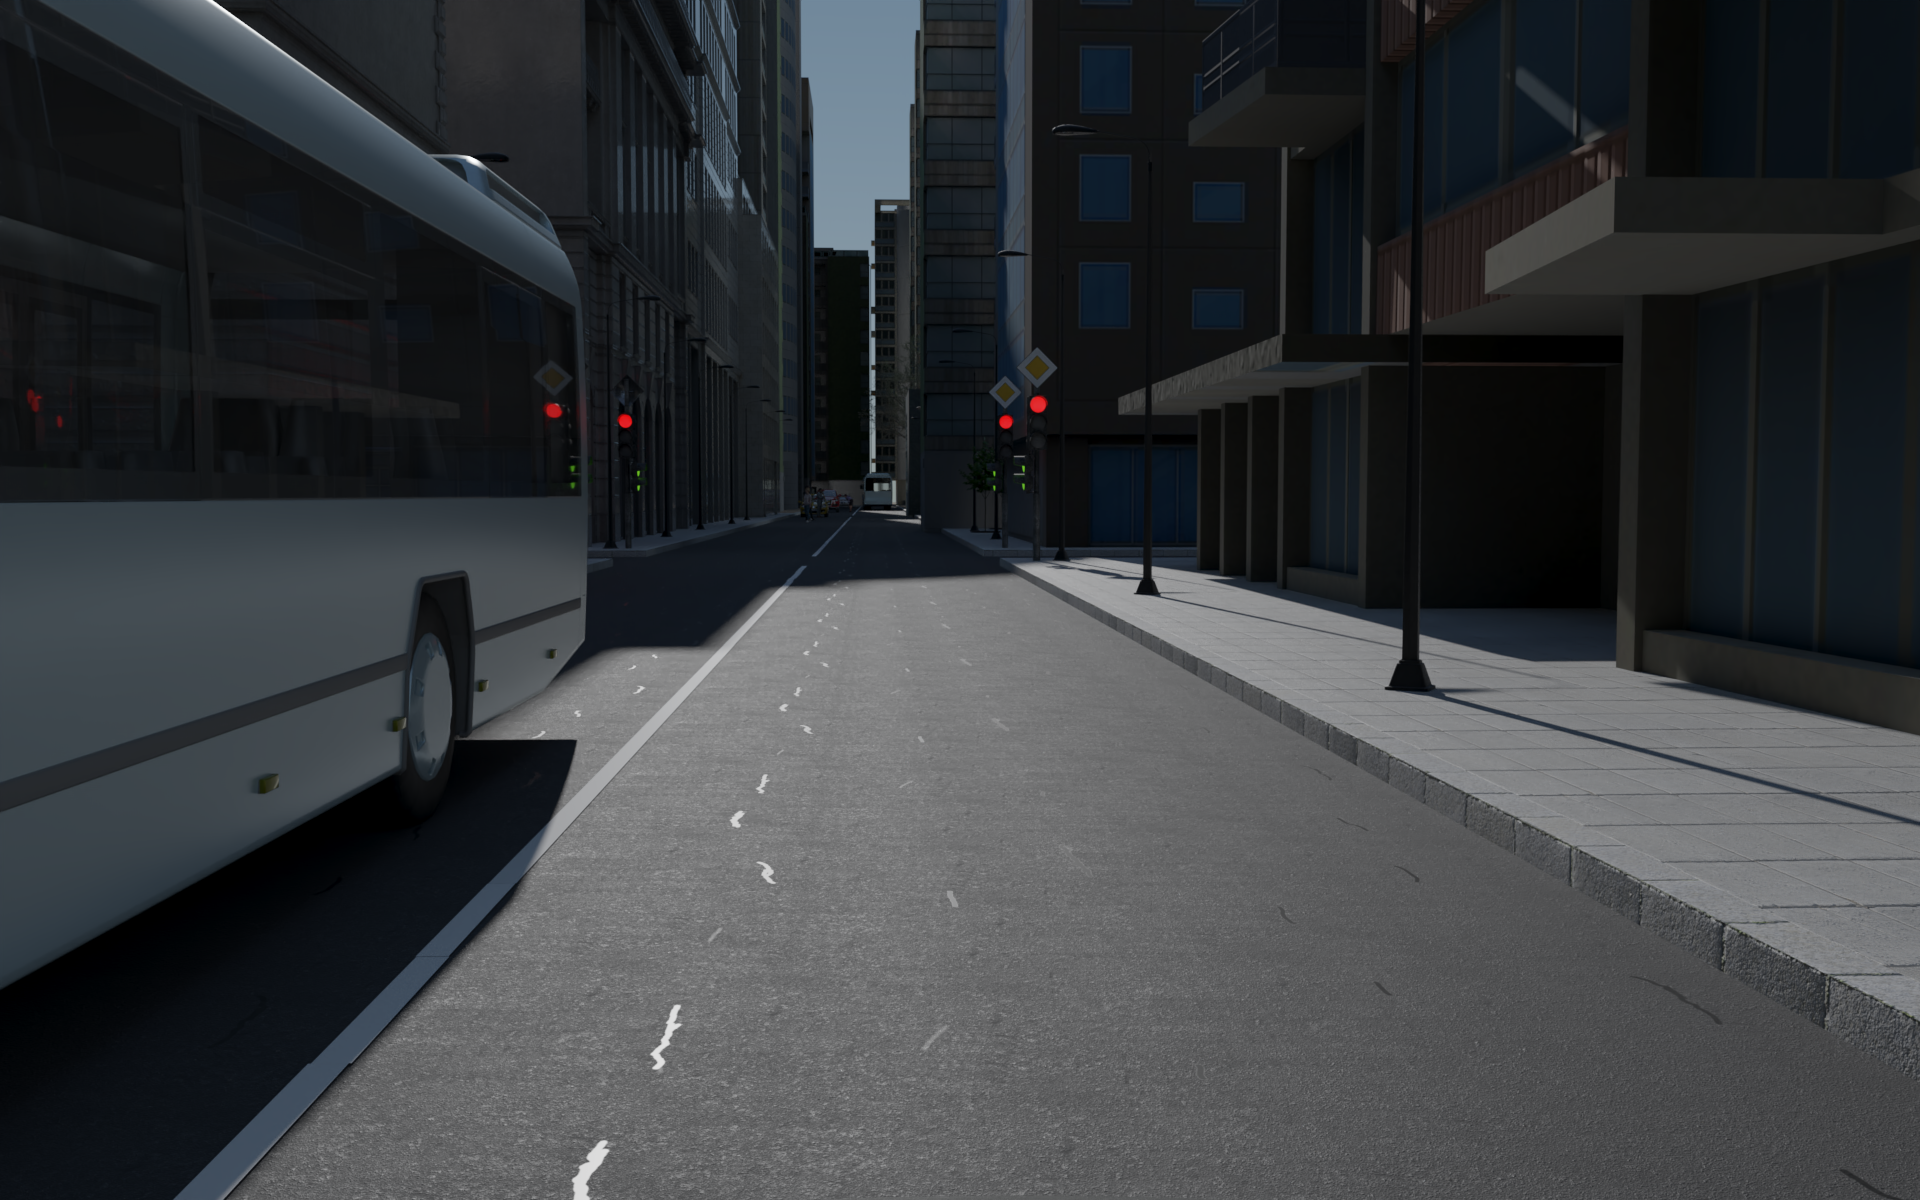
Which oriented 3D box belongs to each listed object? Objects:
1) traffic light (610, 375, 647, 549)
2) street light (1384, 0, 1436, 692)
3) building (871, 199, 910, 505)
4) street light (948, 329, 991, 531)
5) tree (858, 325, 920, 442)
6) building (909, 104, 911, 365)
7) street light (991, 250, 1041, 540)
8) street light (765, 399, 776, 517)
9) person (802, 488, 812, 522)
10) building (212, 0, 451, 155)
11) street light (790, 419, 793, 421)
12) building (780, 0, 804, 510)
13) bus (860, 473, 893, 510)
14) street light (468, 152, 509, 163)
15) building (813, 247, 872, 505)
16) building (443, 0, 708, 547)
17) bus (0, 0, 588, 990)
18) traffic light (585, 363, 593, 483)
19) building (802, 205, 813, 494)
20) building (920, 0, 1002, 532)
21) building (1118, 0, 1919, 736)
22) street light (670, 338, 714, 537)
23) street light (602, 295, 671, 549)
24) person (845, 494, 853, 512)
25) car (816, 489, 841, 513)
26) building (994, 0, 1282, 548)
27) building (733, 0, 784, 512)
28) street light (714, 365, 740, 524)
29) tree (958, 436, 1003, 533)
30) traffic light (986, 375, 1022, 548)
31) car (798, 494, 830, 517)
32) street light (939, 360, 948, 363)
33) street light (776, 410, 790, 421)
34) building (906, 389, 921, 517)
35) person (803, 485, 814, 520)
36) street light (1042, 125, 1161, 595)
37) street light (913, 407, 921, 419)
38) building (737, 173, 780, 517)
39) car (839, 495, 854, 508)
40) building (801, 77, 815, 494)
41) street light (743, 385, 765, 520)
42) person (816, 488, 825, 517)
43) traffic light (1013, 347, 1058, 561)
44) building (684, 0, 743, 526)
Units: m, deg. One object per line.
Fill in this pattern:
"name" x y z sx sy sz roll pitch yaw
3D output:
"traffic light" -7.798 -3.168 40.717 0.839 4.253 0.868 0 4 -3
"street light" 2.421 -2.364 11.197 1.470 5.913 1.316 0 4 -3
"building" 0.960 -32.047 215.843 23.993 40.220 32.217 0 4 -3
"street light" 0.484 -4.663 48.774 1.470 5.913 1.316 0 4 -3
"tree" -2.149 -12.961 122.278 12.009 13.543 11.850 0 3 0
"building" 2.877 -28.959 157.077 14.154 41.232 14.086 0 4 -3
"street light" 1.418 -3.709 33.186 1.470 5.913 1.316 0 4 -3
"street light" -9.918 -6.869 84.853 1.470 5.913 1.316 0 4 -3
"person" -7.691 -4.791 87.500 0.731 1.740 0.598 2 4 34
"building" -18.541 -12.092 26.583 19.941 23.489 11.050 0 4 -3
"street light" -11.010 -8.221 106.954 1.470 5.913 1.316 0 4 -3
"building" -24.181 -36.781 143.373 21.231 58.520 28.212 0 4 -3
"bus" -7.738 -10.148 160.786 2.948 3.499 13.247 0 4 -4
"street light" -6.832 -3.128 23.691 1.470 5.913 1.316 0 4 -3
"building" -17.594 -26.551 205.805 14.107 30.474 14.160 0 4 -3
"building" -15.357 -12.860 52.058 13.314 21.916 24.055 0 4 -3
"bus" -3.420 -0.577 4.302 2.948 3.499 13.247 0 4 -2
"traffic light" -7.397 -2.680 32.742 0.839 4.253 0.868 0 4 -3
"building" -21.790 -24.118 166.031 14.160 30.474 14.107 0 4 -3
"building" 5.348 -23.645 70.184 14.154 41.232 14.086 0 4 -3
"building" 14.251 -22.102 15.995 22.147 44.769 28.867 0 4 -3
"street light" -8.227 -4.834 51.583 1.470 5.913 1.316 0 4 -3
"street light" -7.686 -4.163 40.613 1.470 5.913 1.316 0 4 -3
"person" -8.749 -7.625 136.398 0.697 1.427 0.421 0 4 -2
"car" -10.490 -7.804 136.265 2.281 1.827 5.304 0 4 -4
"building" 8.427 -24.271 46.942 14.200 45.320 14.600 0 4 -3
"building" -19.933 -26.812 121.971 14.154 41.232 14.086 0 4 -3
"street light" -8.830 -5.494 62.367 1.470 5.913 1.316 0 4 -3
"tree" 0.717 -3.851 57.566 1.663 3.219 1.824 0 3 0
"traffic light" 1.052 -3.196 41.176 0.839 4.253 0.868 0 4 -3
"car" -9.113 -6.012 108.512 2.015 1.641 3.980 0 4 -3
"street light" -0.036 -5.346 59.952 1.470 5.913 1.316 0 4 -3
"street light" -10.355 -7.542 95.846 1.470 5.913 1.316 0 4 -3
"building" 8.261 -48.122 99.472 22.319 86.520 31.000 0 4 -3
"person" -8.240 -5.288 94.315 0.648 1.900 0.474 2 4 35
"street light" 1.858 -3.024 21.984 1.470 5.913 1.316 0 4 -3
"street light" -1.634 -7.326 92.316 1.470 5.913 1.316 0 4 -3
"building" -16.398 -15.156 102.550 10.420 20.320 16.860 0 4 -3
"car" -12.040 -10.241 179.801 2.083 1.381 4.827 0 4 -3
"building" -22.752 -32.600 183.122 14.200 45.320 14.600 0 4 -3
"street light" -9.240 -6.210 74.072 1.470 5.913 1.316 0 4 -3
"person" -8.540 -5.960 106.123 0.466 1.800 0.511 1 4 10
"traffic light" 1.453 -2.708 33.201 0.839 4.253 0.868 0 4 -3
"building" -16.672 -18.437 78.930 11.434 29.767 29.804 0 4 -3
